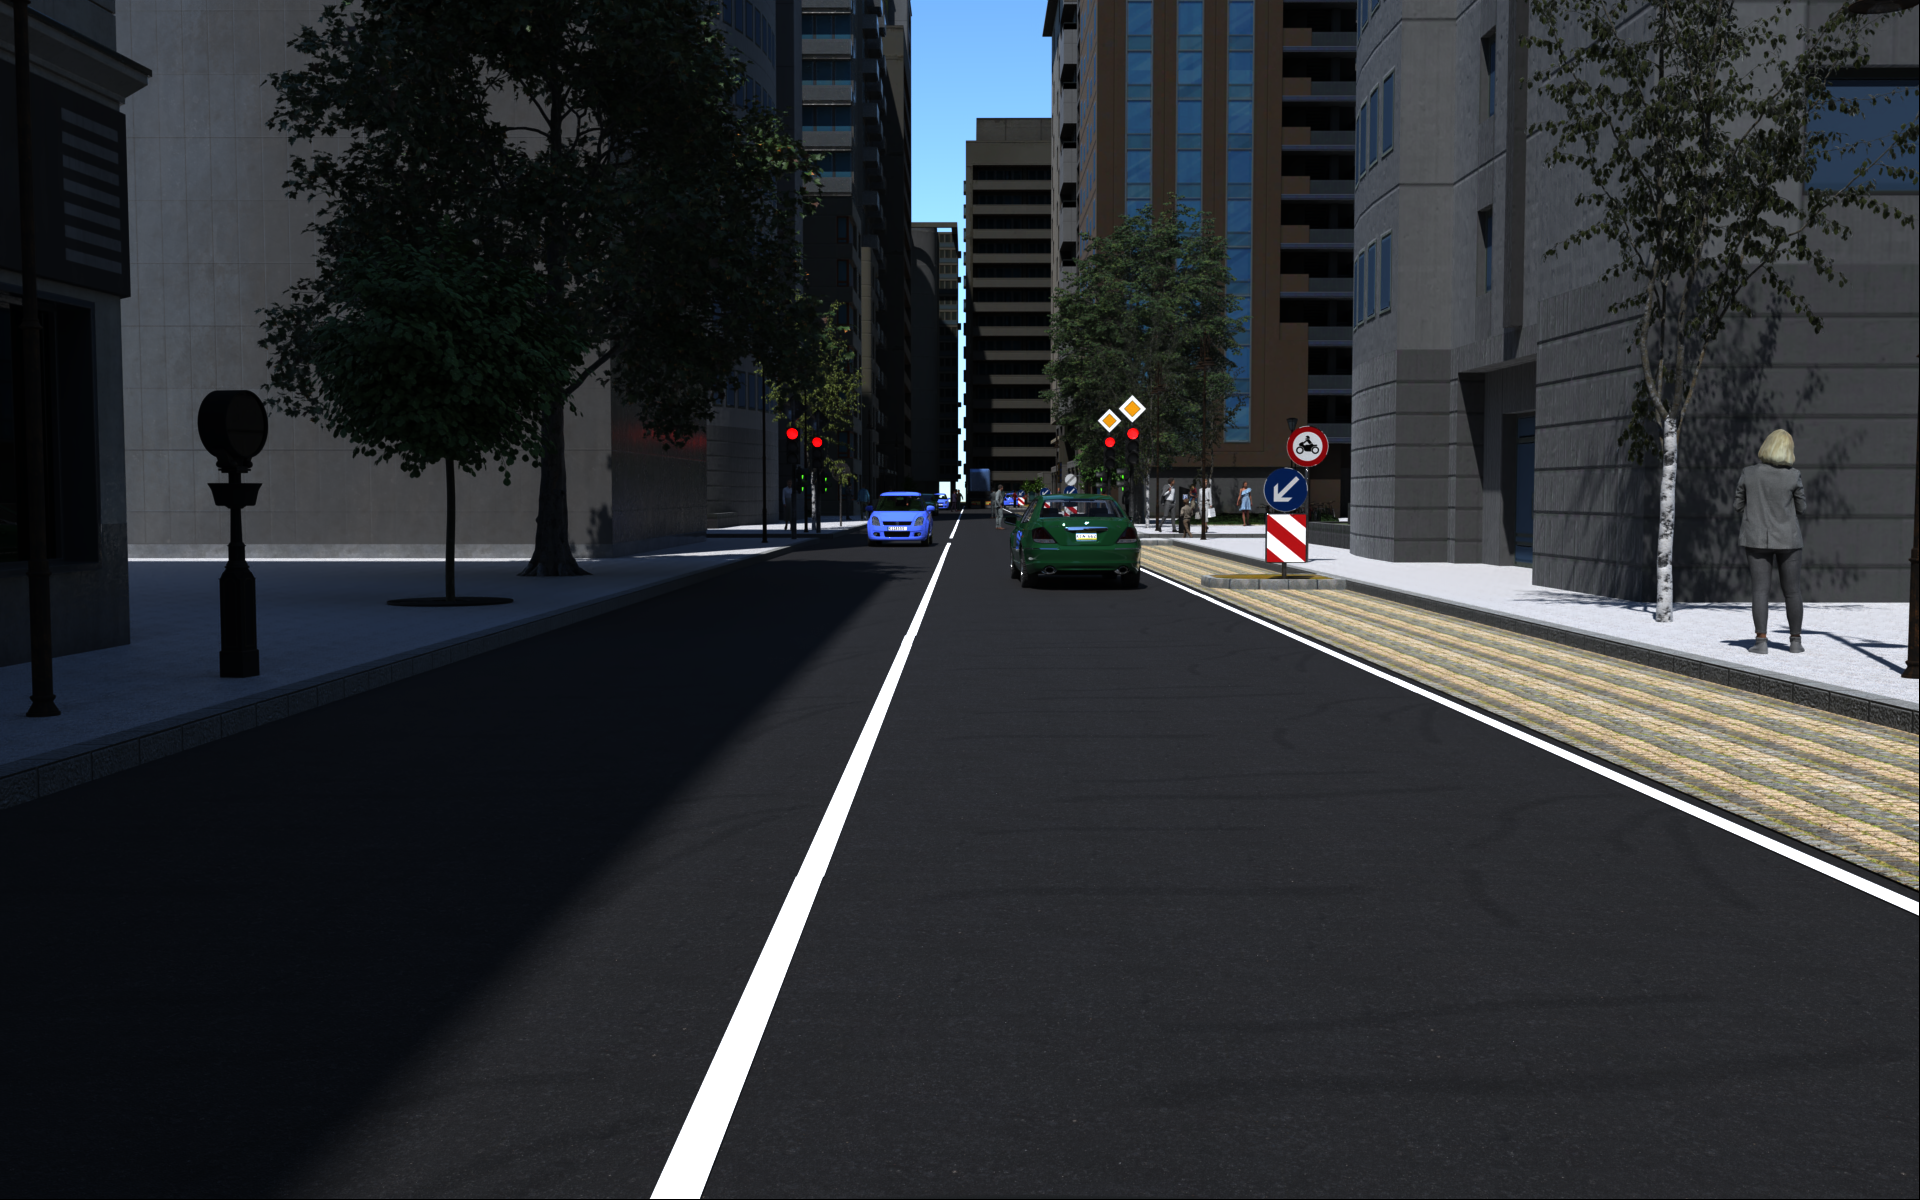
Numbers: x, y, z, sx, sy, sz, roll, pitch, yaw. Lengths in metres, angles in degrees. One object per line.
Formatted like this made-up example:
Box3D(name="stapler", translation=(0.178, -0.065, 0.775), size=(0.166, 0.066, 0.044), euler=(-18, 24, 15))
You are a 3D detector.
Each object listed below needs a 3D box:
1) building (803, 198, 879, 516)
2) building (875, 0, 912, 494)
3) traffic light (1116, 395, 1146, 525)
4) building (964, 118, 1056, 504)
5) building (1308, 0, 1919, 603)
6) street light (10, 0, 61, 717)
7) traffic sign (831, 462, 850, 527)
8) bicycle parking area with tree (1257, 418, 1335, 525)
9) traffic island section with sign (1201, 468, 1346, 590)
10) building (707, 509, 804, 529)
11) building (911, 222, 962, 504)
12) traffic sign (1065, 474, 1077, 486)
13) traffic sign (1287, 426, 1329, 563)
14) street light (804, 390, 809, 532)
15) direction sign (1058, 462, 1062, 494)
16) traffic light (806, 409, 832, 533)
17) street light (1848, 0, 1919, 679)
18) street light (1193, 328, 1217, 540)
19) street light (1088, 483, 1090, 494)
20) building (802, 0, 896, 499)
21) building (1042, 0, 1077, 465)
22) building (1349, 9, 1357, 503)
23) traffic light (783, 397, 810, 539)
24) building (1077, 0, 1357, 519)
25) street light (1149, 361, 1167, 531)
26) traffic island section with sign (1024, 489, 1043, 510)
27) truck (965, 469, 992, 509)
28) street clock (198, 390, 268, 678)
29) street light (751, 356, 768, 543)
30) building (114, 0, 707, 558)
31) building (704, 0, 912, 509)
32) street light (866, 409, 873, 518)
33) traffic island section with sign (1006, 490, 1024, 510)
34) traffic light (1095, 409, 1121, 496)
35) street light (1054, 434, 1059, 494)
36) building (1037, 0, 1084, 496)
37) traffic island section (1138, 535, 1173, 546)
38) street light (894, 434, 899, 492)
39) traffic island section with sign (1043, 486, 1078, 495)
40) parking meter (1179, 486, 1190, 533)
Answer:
Box3D(name="building", translation=(-20.037, -16.572, 115.998), size=(27.650, 21.520, 28.899), euler=(0, 4, 0))
Box3D(name="building", translation=(-15.882, -33.635, 173.626), size=(21.300, 48.544, 21.600), euler=(0, 4, 0))
Box3D(name="traffic light", translation=(4.856, -3.682, 49.129), size=(0.839, 4.253, 0.868), euler=(0, 4, 0))
Box3D(name="building", translation=(11.276, -36.861, 226.380), size=(21.600, 48.544, 21.300), euler=(0, 4, 0))
Box3D(name="building", translation=(18.624, -30.006, 32.603), size=(21.231, 58.520, 28.212), euler=(0, 4, 0))
Box3D(name="street light", translation=(-5.312, -2.267, 9.858), size=(0.468, 5.910, 1.993), euler=(0, 4, 0))
Box3D(name="traffic sign", translation=(-4.712, -4.179, 68.430), size=(0.768, 2.556, 0.104), euler=(0, 4, 4))
Box3D(name="bicycle parking area with tree", translation=(15.006, -4.755, 64.754), size=(8.231, 4.147, 9.016), euler=(2, 4, 24))
Box3D(name="traffic island section with sign", translation=(4.777, -1.107, 26.722), size=(1.989, 1.847, 2.006), euler=(0, 4, 0))
Box3D(name="building", translation=(-18.583, -32.511, 73.553), size=(21.231, 58.520, 28.212), euler=(0, 4, 0))
Box3D(name="building", translation=(-11.834, -33.060, 232.417), size=(23.993, 40.220, 32.217), euler=(0, 4, 0))
Box3D(name="traffic sign", translation=(6.902, -6.604, 108.088), size=(0.768, 2.556, 0.104), euler=(0, 4, 3))
Box3D(name="traffic sign", translation=(6.492, -1.976, 32.414), size=(0.768, 2.556, 0.104), euler=(1, 4, 8))
Box3D(name="street light", translation=(-5.154, -5.202, 57.840), size=(0.468, 5.910, 1.993), euler=(0, 4, 0))
Box3D(name="direction sign", translation=(7.034, -7.956, 122.070), size=(0.379, 3.537, 0.876), euler=(-1, 4, -13))
Box3D(name="traffic light", translation=(-4.662, -4.173, 57.149), size=(0.839, 4.253, 0.868), euler=(0, 4, 0))
Box3D(name="street light", translation=(6.673, -2.393, 11.913), size=(0.468, 5.910, 1.993), euler=(0, 4, 0))
Box3D(name="street light", translation=(6.838, -4.630, 48.486), size=(0.468, 5.910, 1.993), euler=(0, 4, 0))
Box3D(name="street light", translation=(7.168, -7.542, 96.104), size=(0.468, 5.910, 1.993), euler=(0, 4, 0))
Box3D(name="building", translation=(-17.687, -32.251, 146.909), size=(23.786, 49.044, 30.456), euler=(0, 4, 0))
Box3D(name="building", translation=(23.008, -35.590, 171.135), size=(28.713, 52.752, 27.495), euler=(0, 4, 0))
Box3D(name="building", translation=(18.355, -41.731, 120.555), size=(20.563, 71.187, 20.611), euler=(0, 4, 0))
Box3D(name="traffic light", translation=(-4.705, -3.685, 49.164), size=(0.839, 4.253, 0.868), euler=(0, 4, 0))
Box3D(name="building", translation=(13.983, -27.272, 96.009), size=(14.600, 45.320, 14.200), euler=(0, 4, 0))
Box3D(name="street light", translation=(6.881, -5.347, 60.210), size=(0.468, 5.910, 1.993), euler=(0, 4, 0))
Box3D(name="traffic island section with sign", translation=(5.227, -6.136, 108.950), size=(1.989, 1.847, 2.006), euler=(0, 4, 0))
Box3D(name="truck", translation=(2.110, -11.504, 177.843), size=(2.967, 4.110, 18.799), euler=(0, 4, -1))
Box3D(name="street clock", translation=(-5.067, -0.462, 12.125), size=(0.358, 2.002, 0.471), euler=(1, 4, 14))
Box3D(name="street light", translation=(-5.145, -4.446, 45.472), size=(0.468, 5.910, 1.993), euler=(0, 4, 0))
Box3D(name="building", translation=(-21.799, -13.569, 40.919), size=(30.058, 24.678, 14.314), euler=(0, 4, 0))
Box3D(name="building", translation=(-19.635, -39.989, 195.822), size=(28.212, 58.520, 21.231), euler=(0, 4, 0))
Box3D(name="street light", translation=(-4.903, -7.401, 93.800), size=(0.468, 5.910, 1.993), euler=(0, 4, 0))
Box3D(name="traffic island section with sign", translation=(5.488, -9.196, 158.981), size=(1.989, 1.847, 2.006), euler=(0, 4, 0))
Box3D(name="traffic light", translation=(4.899, -4.171, 57.114), size=(0.839, 4.253, 0.868), euler=(0, 4, 0))
Box3D(name="street light", translation=(7.350, -9.716, 131.643), size=(0.468, 5.910, 1.993), euler=(0, 4, 0))
Box3D(name="building", translation=(19.389, -46.260, 194.600), size=(20.563, 71.187, 20.611), euler=(0, 4, 0))
Box3D(name="traffic island section", translation=(4.896, -1.649, 49.243), size=(2.009, 0.180, 2.903), euler=(0, 4, 0))
Box3D(name="street light", translation=(-4.752, -9.635, 130.326), size=(0.468, 5.910, 1.993), euler=(0, 4, 0))
Box3D(name="traffic island section with sign", translation=(5.084, -4.486, 81.973), size=(1.989, 1.847, 2.006), euler=(0, 4, 0))
Box3D(name="parking meter", translation=(7.321, -2.939, 56.467), size=(0.372, 1.533, 0.369), euler=(0, 3, 0))
